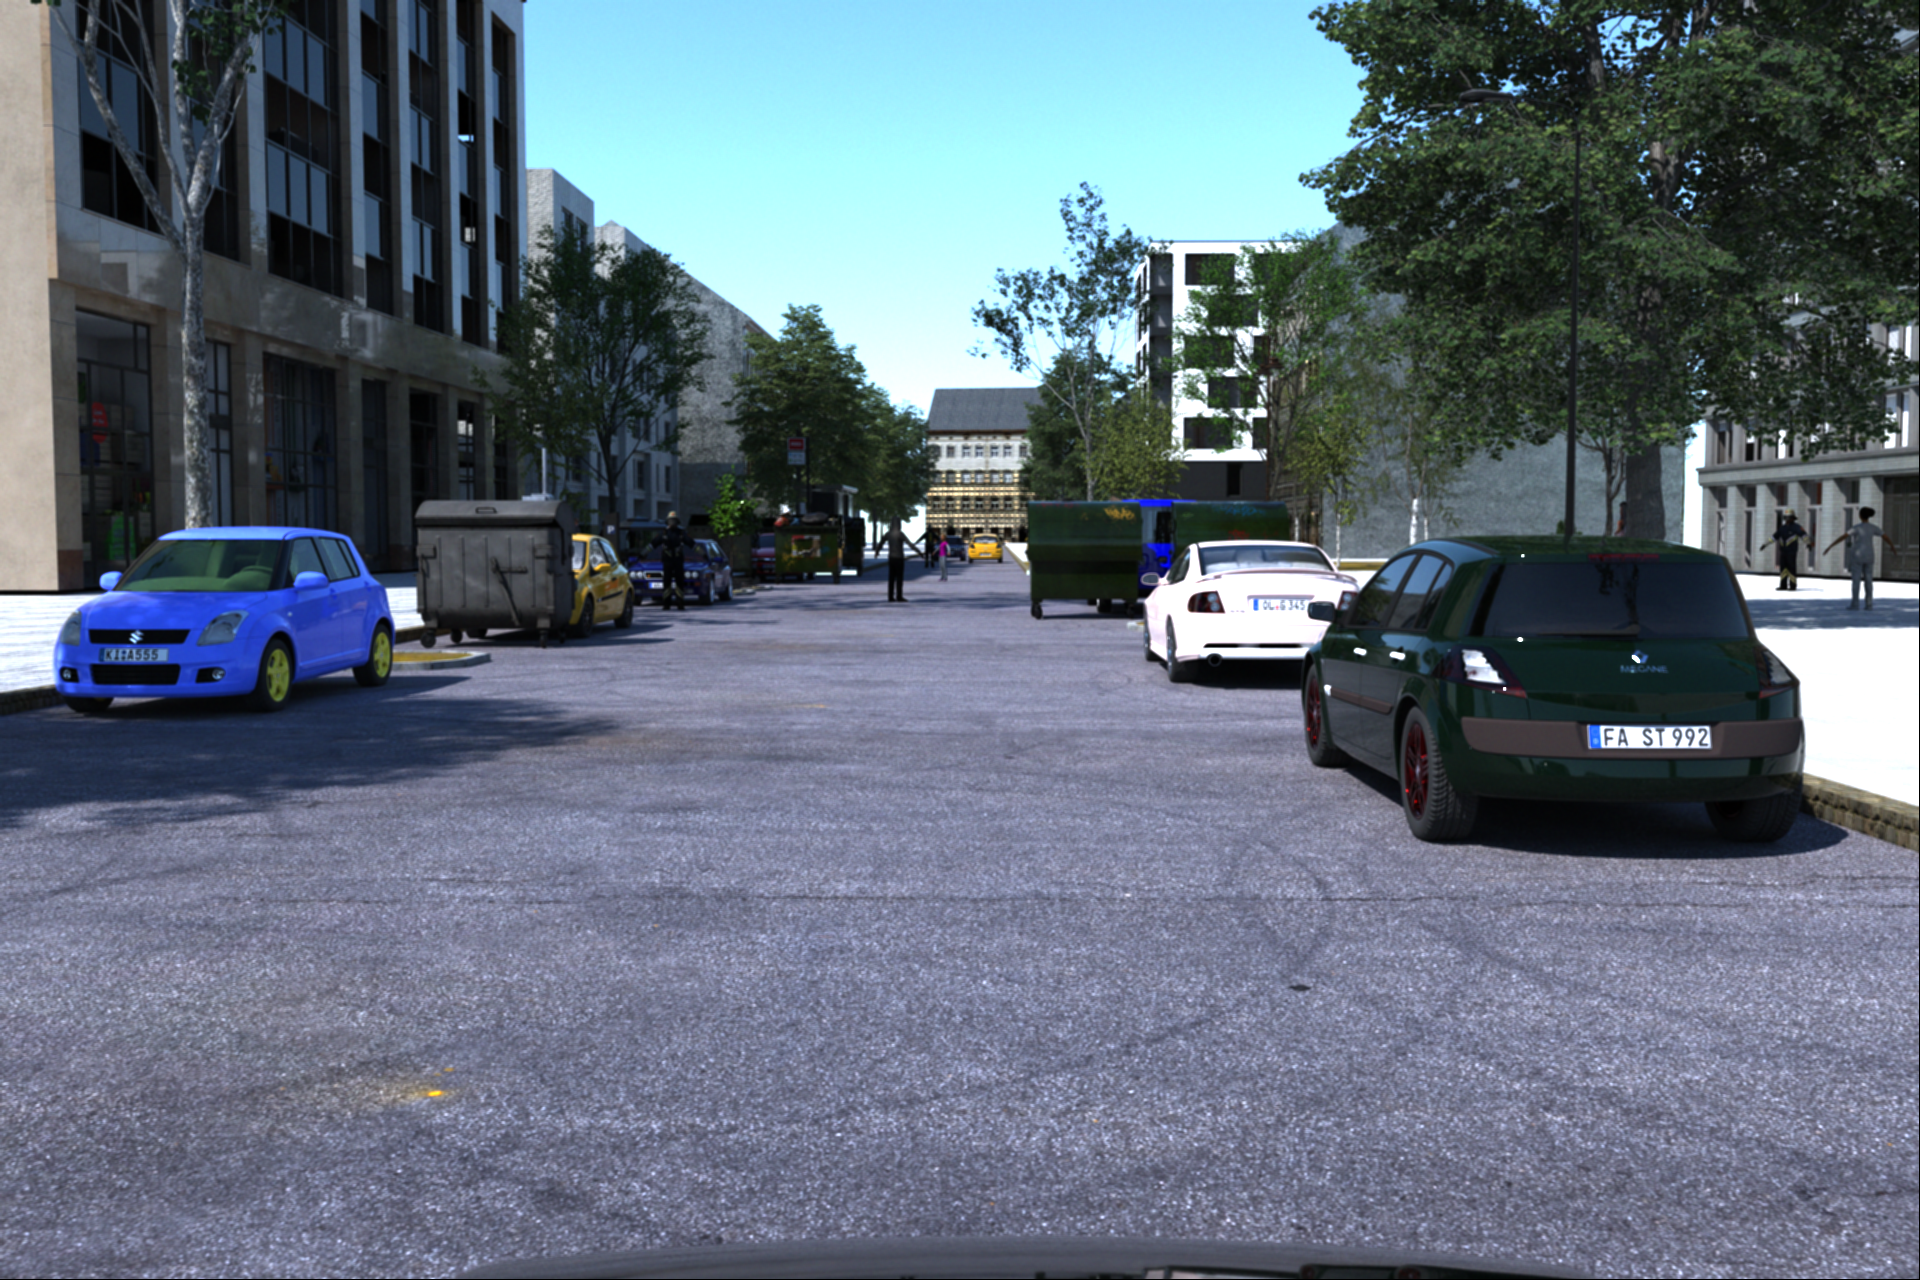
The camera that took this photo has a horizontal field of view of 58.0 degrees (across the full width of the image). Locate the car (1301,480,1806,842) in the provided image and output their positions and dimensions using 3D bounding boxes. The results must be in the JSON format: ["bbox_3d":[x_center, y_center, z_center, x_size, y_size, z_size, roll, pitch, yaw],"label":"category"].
[{"bbox_3d":[3.002,0.020,9.466,2.009,1.686,4.222,0,4,1],"label":"car"}]

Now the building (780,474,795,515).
[{"bbox_3d":[-21.624,-15.063,188.429,9.099,9.664,28.070,0,4,0],"label":"building"}]

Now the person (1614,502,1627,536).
[{"bbox_3d":[9.480,-1.092,24.573,0.621,1.740,0.551,0,4,-5],"label":"person"}]

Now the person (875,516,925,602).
[{"bbox_3d":[-1.329,-1.712,36.579,1.348,1.813,0.705,3,4,38],"label":"person"}]

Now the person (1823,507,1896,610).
[{"bbox_3d":[15.203,-1.374,29.240,1.217,1.739,0.721,0,4,1],"label":"person"}]

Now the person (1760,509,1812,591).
[{"bbox_3d":[18.713,-2.035,39.147,0.704,1.845,1.351,-2,4,-24],"label":"person"}]

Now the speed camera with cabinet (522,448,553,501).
[{"bbox_3d":[-9.726,-2.833,40.649,0.660,3.252,2.038,0,4,2],"label":"speed camera with cabinet"}]

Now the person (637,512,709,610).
[{"bbox_3d":[-5.413,-1.496,32.699,1.354,1.856,0.705,0,4,-8],"label":"person"}]

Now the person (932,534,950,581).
[{"bbox_3d":[-0.561,-2.518,52.890,0.599,1.433,0.991,-2,4,-32],"label":"person"}]

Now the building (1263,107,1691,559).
[{"bbox_3d":[28.134,-16.310,97.596,19.493,23.208,18.063,0,4,2],"label":"building"}]

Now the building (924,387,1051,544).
[{"bbox_3d":[5.247,-25.979,258.148,18.063,23.208,19.493,1,4,9],"label":"building"}]

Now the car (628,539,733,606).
[{"bbox_3d":[-5.795,-1.428,35.931,1.945,1.354,3.894,0,4,1],"label":"car"}]

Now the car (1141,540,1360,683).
[{"bbox_3d":[2.976,-0.349,18.066,2.083,1.381,4.827,0,4,1],"label":"car"}]

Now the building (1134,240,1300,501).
[{"bbox_3d":[27.557,-17.918,136.932,27.936,21.610,32.646,0,4,1],"label":"building"}]

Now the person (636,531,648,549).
[{"bbox_3d":[-16.403,-5.058,88.966,0.705,1.796,1.348,1,4,12],"label":"person"}]

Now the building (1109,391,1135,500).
[{"bbox_3d":[27.500,-22.851,204.536,19.493,23.208,18.063,0,4,1],"label":"building"}]

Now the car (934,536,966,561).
[{"bbox_3d":[-0.561,-4.896,92.638,1.945,1.354,3.894,0,4,2],"label":"car"}]

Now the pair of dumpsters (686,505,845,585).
[{"bbox_3d":[-5.544,-2.723,49.471,4.436,2.255,1.574,0,4,1],"label":"pair of dumpsters"}]

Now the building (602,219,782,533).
[{"bbox_3d":[-24.105,-18.322,130.485,19.493,23.208,18.063,0,4,1],"label":"building"}]

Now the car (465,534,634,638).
[{"bbox_3d":[-5.919,-0.908,25.066,2.015,1.641,3.980,0,4,2],"label":"car"}]

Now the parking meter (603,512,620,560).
[{"bbox_3d":[-9.121,-2.424,45.337,0.399,1.863,0.255,0,4,1],"label":"parking meter"}]

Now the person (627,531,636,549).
[{"bbox_3d":[-18.303,-5.536,96.742,0.704,1.802,1.346,1,4,20],"label":"person"}]

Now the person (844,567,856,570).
[{"bbox_3d":[-3.948,-3.440,62.426,1.347,1.806,0.705,2,4,28],"label":"person"}]

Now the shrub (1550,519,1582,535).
[{"bbox_3d":[27.186,-4.493,77.875,1.690,2.028,1.600,0,3,0],"label":"shrub"}]

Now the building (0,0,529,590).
[{"bbox_3d":[-29.239,-17.536,52.929,22.709,31.103,35.509,0,4,2],"label":"building"}]

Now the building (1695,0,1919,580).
[{"bbox_3d":[28.580,-12.393,49.301,8.464,21.280,15.925,0,4,1],"label":"building"}]

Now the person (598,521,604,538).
[{"bbox_3d":[-13.922,-3.772,67.812,0.704,1.812,1.346,1,4,20],"label":"person"}]

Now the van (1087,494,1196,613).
[{"bbox_3d":[3.456,-1.756,33.088,2.240,2.365,5.245,0,4,1],"label":"van"}]

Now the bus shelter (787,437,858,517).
[{"bbox_3d":[-5.933,-5.921,74.440,2.179,5.291,8.768,0,4,3],"label":"bus shelter"}]

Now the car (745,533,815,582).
[{"bbox_3d":[-5.499,-2.699,53.174,2.155,1.783,4.494,0,4,1],"label":"car"}]

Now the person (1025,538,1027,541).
[{"bbox_3d":[4.038,-5.357,93.561,0.705,1.833,1.349,3,5,44],"label":"person"}]

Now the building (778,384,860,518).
[{"bbox_3d":[-22.081,-21.592,219.493,16.747,18.905,31.486,0,4,1],"label":"building"}]

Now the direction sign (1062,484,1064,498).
[{"bbox_3d":[4.655,-5.287,78.434,0.379,3.537,0.876,0,3,0],"label":"direction sign"}]

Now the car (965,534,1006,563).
[{"bbox_3d":[1.271,-4.652,86.290,2.015,1.641,3.980,0,4,1],"label":"car"}]

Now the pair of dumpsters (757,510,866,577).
[{"bbox_3d":[-5.404,-3.275,58.492,4.436,2.255,1.574,0,4,1],"label":"pair of dumpsters"}]

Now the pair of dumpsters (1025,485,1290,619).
[{"bbox_3d":[3.322,-1.503,29.518,4.436,2.255,1.574,0,4,1],"label":"pair of dumpsters"}]

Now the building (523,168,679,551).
[{"bbox_3d":[-27.595,-14.284,99.998,16.747,18.905,31.486,0,4,2],"label":"building"}]

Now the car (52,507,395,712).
[{"bbox_3d":[-6.297,-0.334,15.060,1.945,1.707,3.694,0,4,1],"label":"car"}]

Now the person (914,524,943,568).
[{"bbox_3d":[-1.295,-4.009,73.784,1.354,1.856,0.705,0,4,-6],"label":"person"}]
